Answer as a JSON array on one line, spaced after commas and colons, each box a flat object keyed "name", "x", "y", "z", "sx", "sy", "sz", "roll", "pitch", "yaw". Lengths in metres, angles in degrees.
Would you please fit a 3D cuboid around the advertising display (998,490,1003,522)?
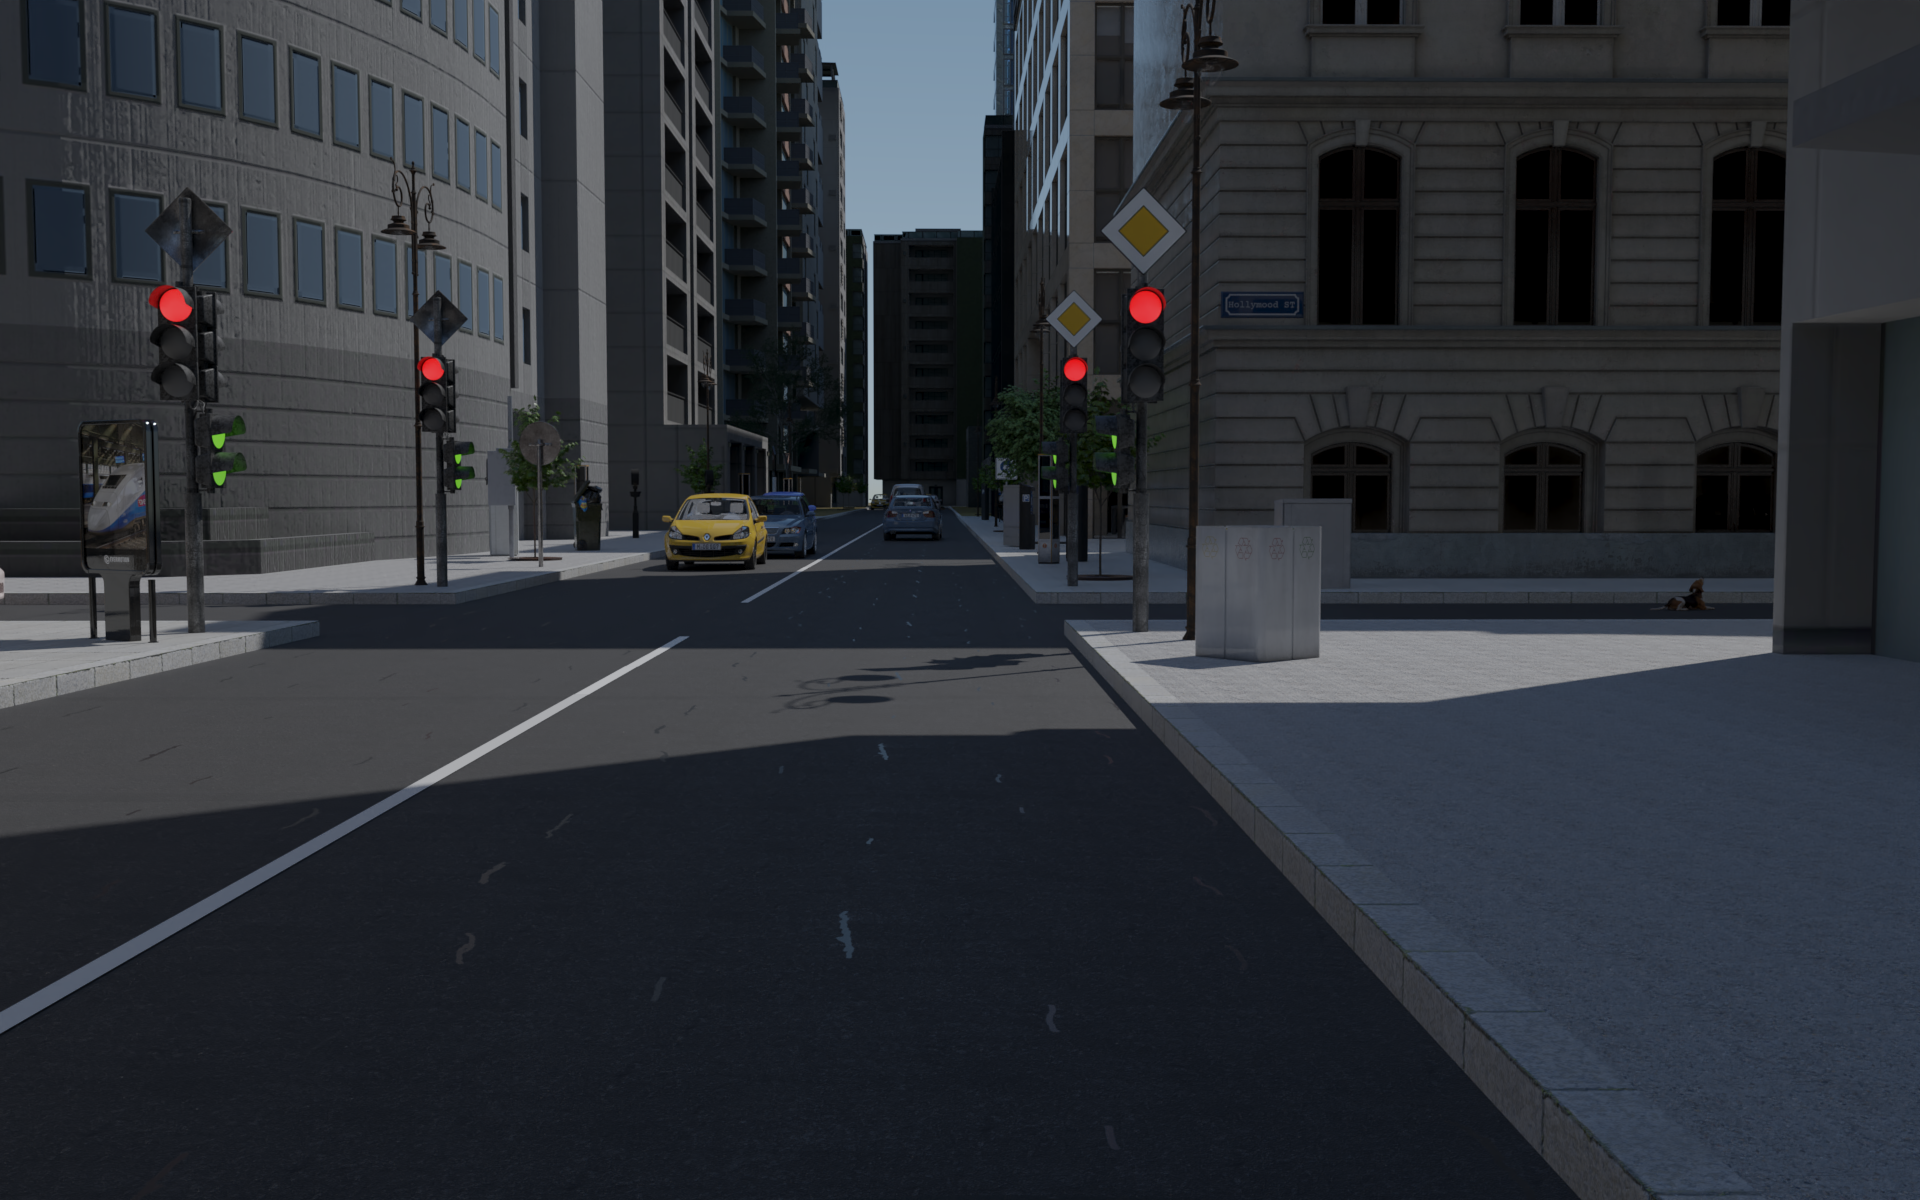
[{"name": "advertising display", "x": 2.112, "y": -4.501, "z": 78.802, "sx": 0.123, "sy": 1.923, "sz": 0.974, "roll": -3, "pitch": 5, "yaw": -44}]

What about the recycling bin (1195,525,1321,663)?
[{"name": "recycling bin", "x": 2.343, "y": -0.066, "z": 13.628, "sx": 0.722, "sy": 1.027, "sz": 0.722, "roll": -3, "pitch": 4, "yaw": -38}]

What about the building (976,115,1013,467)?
[{"name": "building", "x": 8.717, "y": -22.243, "z": 135.377, "sx": 14.160, "sy": 30.474, "sz": 14.107, "roll": 0, "pitch": 4, "yaw": -1}]

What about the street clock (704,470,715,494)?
[{"name": "street clock", "x": -7.573, "y": -2.921, "z": 52.329, "sx": 0.358, "sy": 2.002, "sz": 0.471, "roll": -1, "pitch": 4, "yaw": -15}]

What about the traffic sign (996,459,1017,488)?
[{"name": "traffic sign", "x": 1.319, "y": -2.880, "z": 49.218, "sx": 0.606, "sy": 2.300, "sz": 0.079, "roll": 0, "pitch": 4, "yaw": 2}]

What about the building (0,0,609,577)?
[{"name": "building", "x": -20.984, "y": -30.264, "z": 36.817, "sx": 21.231, "sy": 58.520, "sz": 28.212, "roll": 0, "pitch": 4, "yaw": -1}]

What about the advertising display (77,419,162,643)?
[{"name": "advertising display", "x": -7.328, "y": -0.605, "z": 15.113, "sx": 0.974, "sy": 1.923, "sz": 0.123, "roll": 2, "pitch": 4, "yaw": 31}]

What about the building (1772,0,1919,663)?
[{"name": "building", "x": 17.821, "y": -25.144, "z": 0.350, "sx": 28.713, "sy": 52.752, "sz": 27.495, "roll": 0, "pitch": 4, "yaw": -1}]

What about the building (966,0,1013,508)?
[{"name": "building", "x": 12.019, "y": -51.633, "z": 156.863, "sx": 22.319, "sy": 86.520, "sz": 31.000, "roll": 0, "pitch": 4, "yaw": -1}]

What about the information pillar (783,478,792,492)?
[{"name": "information pillar", "x": -8.022, "y": -4.666, "z": 80.785, "sx": 0.304, "sy": 2.012, "sz": 0.304, "roll": 2, "pitch": 4, "yaw": 25}]

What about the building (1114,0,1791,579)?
[{"name": "building", "x": 20.676, "y": -12.953, "z": 30.868, "sx": 34.723, "sy": 24.649, "sz": 14.460, "roll": 0, "pitch": 4, "yaw": -1}]

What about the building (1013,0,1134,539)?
[{"name": "building", "x": 12.436, "y": -15.975, "z": 65.714, "sx": 19.350, "sy": 26.468, "sz": 34.151, "roll": 0, "pitch": 4, "yaw": -1}]

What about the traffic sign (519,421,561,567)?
[{"name": "traffic sign", "x": -7.373, "y": -1.852, "z": 30.393, "sx": 0.768, "sy": 2.556, "sz": 0.104, "roll": 1, "pitch": 4, "yaw": 8}]

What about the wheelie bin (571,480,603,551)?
[{"name": "wheelie bin", "x": -8.482, "y": -1.929, "z": 39.454, "sx": 0.693, "sy": 1.594, "sz": 0.980, "roll": -1, "pitch": 4, "yaw": -19}]

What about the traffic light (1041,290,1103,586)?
[{"name": "traffic light", "x": 1.552, "y": -2.147, "z": 24.027, "sx": 0.839, "sy": 4.253, "sz": 0.868, "roll": 0, "pitch": 4, "yaw": -1}]

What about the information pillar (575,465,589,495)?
[{"name": "information pillar", "x": -9.651, "y": -2.431, "z": 44.247, "sx": 0.304, "sy": 2.012, "sz": 0.304, "roll": 0, "pitch": 4, "yaw": 1}]

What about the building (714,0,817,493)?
[{"name": "building", "x": -21.022, "y": -28.035, "z": 112.998, "sx": 22.147, "sy": 44.769, "sz": 28.867, "roll": 0, "pitch": 4, "yaw": -1}]

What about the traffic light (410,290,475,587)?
[{"name": "traffic light", "x": -7.158, "y": -2.139, "z": 23.889, "sx": 0.839, "sy": 4.253, "sz": 0.868, "roll": 0, "pitch": 4, "yaw": -1}]

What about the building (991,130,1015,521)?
[{"name": "building", "x": 8.034, "y": -15.964, "z": 90.694, "sx": 12.332, "sy": 23.373, "sz": 15.834, "roll": 0, "pitch": 4, "yaw": -1}]

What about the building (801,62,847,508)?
[{"name": "building", "x": -18.089, "y": -29.553, "z": 166.781, "sx": 14.086, "sy": 41.232, "sz": 14.154, "roll": 0, "pitch": 4, "yaw": -1}]

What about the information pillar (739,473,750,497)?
[{"name": "information pillar", "x": -7.686, "y": -3.501, "z": 61.741, "sx": 0.304, "sy": 2.012, "sz": 0.304, "roll": -2, "pitch": 4, "yaw": -32}]

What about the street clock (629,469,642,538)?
[{"name": "street clock", "x": -9.429, "y": -2.798, "z": 50.317, "sx": 0.358, "sy": 2.002, "sz": 0.471, "roll": -1, "pitch": 4, "yaw": -10}]

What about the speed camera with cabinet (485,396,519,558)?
[{"name": "speed camera with cabinet", "x": -9.414, "y": -2.526, "z": 35.634, "sx": 0.660, "sy": 3.252, "sz": 2.038, "roll": -1, "pitch": 4, "yaw": -13}]

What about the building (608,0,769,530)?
[{"name": "building", "x": -18.535, "y": -38.582, "z": 69.068, "sx": 20.563, "sy": 71.187, "sz": 20.611, "roll": 0, "pitch": 4, "yaw": -1}]

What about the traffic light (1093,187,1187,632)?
[{"name": "traffic light", "x": 1.664, "y": -1.659, "z": 16.043, "sx": 0.839, "sy": 4.253, "sz": 0.868, "roll": 0, "pitch": 4, "yaw": -1}]

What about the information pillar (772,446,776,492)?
[{"name": "information pillar", "x": -9.075, "y": -5.706, "z": 84.643, "sx": 0.183, "sy": 3.616, "sz": 0.504, "roll": -1, "pitch": 4, "yaw": -18}]

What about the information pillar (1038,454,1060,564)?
[{"name": "information pillar", "x": 1.634, "y": -1.670, "z": 31.789, "sx": 0.304, "sy": 2.012, "sz": 0.304, "roll": 2, "pitch": 4, "yaw": 35}]

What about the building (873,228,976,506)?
[{"name": "building", "x": -2.555, "y": -25.658, "z": 191.211, "sx": 14.107, "sy": 30.474, "sz": 14.160, "roll": 0, "pitch": 4, "yaw": -1}]

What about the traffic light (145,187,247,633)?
[{"name": "traffic light", "x": -7.046, "y": -1.650, "z": 15.905, "sx": 0.839, "sy": 4.253, "sz": 0.868, "roll": 0, "pitch": 4, "yaw": -1}]

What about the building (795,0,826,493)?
[{"name": "building", "x": -25.264, "y": -33.747, "z": 141.003, "sx": 28.713, "sy": 52.752, "sz": 27.495, "roll": 0, "pitch": 4, "yaw": -1}]

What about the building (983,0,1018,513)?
[{"name": "building", "x": 12.025, "y": -41.505, "z": 116.852, "sx": 20.563, "sy": 71.187, "sz": 20.611, "roll": 0, "pitch": 4, "yaw": -1}]

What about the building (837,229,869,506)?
[{"name": "building", "x": -17.214, "y": -25.598, "z": 190.221, "sx": 14.107, "sy": 30.474, "sz": 14.160, "roll": 0, "pitch": 4, "yaw": -1}]
